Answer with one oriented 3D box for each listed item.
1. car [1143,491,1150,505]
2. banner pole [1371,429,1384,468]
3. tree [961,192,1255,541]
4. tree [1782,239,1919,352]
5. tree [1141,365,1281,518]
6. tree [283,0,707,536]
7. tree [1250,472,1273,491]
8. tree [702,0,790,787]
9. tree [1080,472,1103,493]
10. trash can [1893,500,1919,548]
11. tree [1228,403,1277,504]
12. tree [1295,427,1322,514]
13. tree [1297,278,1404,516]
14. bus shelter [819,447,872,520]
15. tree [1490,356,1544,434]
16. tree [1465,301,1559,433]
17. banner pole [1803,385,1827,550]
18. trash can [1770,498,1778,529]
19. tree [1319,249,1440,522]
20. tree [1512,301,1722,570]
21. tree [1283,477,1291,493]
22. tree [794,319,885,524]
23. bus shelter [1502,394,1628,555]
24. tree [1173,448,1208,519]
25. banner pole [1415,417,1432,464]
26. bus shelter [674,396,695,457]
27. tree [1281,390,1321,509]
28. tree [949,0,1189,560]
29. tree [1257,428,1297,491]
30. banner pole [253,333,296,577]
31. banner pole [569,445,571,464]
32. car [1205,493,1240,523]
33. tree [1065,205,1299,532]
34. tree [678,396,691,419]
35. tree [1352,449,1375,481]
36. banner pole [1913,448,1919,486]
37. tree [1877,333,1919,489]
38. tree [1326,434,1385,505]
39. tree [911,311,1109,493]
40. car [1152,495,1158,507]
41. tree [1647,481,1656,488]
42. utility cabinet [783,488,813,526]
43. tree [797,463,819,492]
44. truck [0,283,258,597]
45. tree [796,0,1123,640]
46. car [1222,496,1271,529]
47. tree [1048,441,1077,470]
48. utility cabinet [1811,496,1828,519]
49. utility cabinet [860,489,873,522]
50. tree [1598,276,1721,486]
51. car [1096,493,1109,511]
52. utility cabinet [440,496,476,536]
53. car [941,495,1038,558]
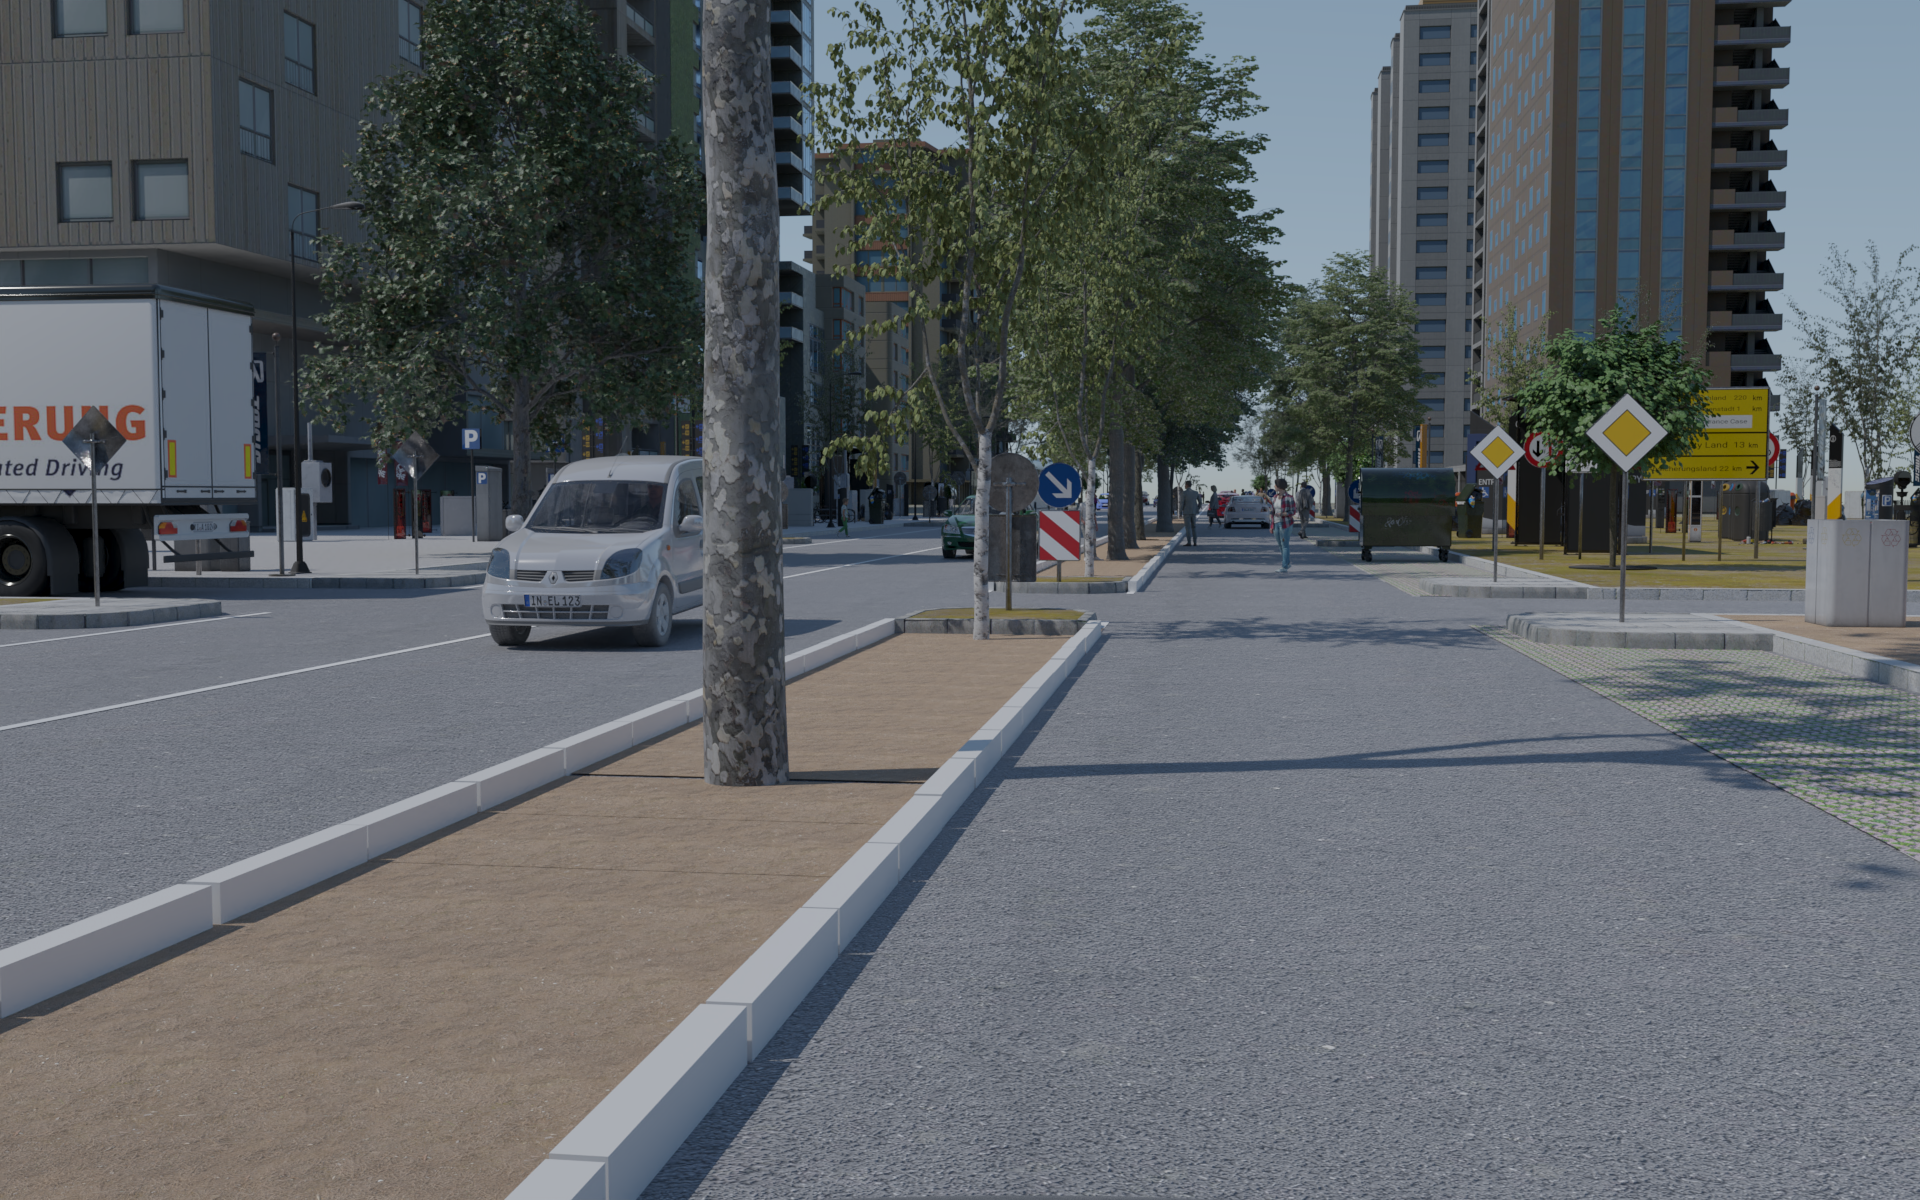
[{"bbox_3d":[22.970,-12.931,220.090,2.281,1.827,5.304,1,4,10],"label":"car"},{"bbox_3d":[15.869,-4.650,66.048,0.401,3.779,0.863,-2,4,-26],"label":"banner pole"},{"bbox_3d":[5.434,-7.640,53.130,9.928,11.665,9.643,0,3,0],"label":"tree"},{"bbox_3d":[25.739,-6.057,49.400,4.360,8.622,3.978,0,3,0],"label":"tree"},{"bbox_3d":[8.853,-8.342,73.265,8.767,10.594,7.601,1,4,8],"label":"tree"},{"bbox_3d":[-9.249,-7.317,36.643,9.611,12.733,9.660,0,3,0],"label":"tree"},{"bbox_3d":[42.879,-16.031,245.816,4.285,4.588,4.351,0,3,0],"label":"tree"},{"bbox_3d":[0.011,-9.092,6.993,12.611,20.169,13.585,0,3,0],"label":"tree"},{"bbox_3d":[16.151,-14.228,216.343,4.285,4.588,4.351,0,3,0],"label":"tree"},{"bbox_3d":[22.700,-1.825,41.496,0.748,1.137,0.748,0,3,0],"label":"trash can"},{"bbox_3d":[39.684,-19.203,224.335,12.009,13.543,11.850,0,3,0],"label":"tree"},{"bbox_3d":[23.248,-9.869,111.717,4.737,8.622,4.395,0,3,0],"label":"tree"},{"bbox_3d":[21.609,-11.923,101.595,9.857,13.997,8.962,0,3,0],"label":"tree"},{"bbox_3d":[-5.723,-5.974,88.965,1.731,3.624,6.357,1,4,8],"label":"bus shelter"},{"bbox_3d":[29.891,-8.616,91.240,4.360,8.622,3.978,0,3,0],"label":"tree"},{"bbox_3d":[21.216,-7.029,65.292,4.737,8.622,4.395,0,3,0],"label":"tree"},{"bbox_3d":[19.896,-3.065,40.137,0.863,3.779,0.401,-3,5,-44],"label":"banner pole"},{"bbox_3d":[29.802,-3.198,63.938,0.748,1.137,0.748,0,3,0],"label":"trash can"},{"bbox_3d":[18.565,-9.945,80.728,7.486,12.596,7.792,0,3,0],"label":"tree"},{"bbox_3d":[11.252,-2.818,29.786,4.285,4.588,4.351,0,3,0],"label":"tree"},{"bbox_3d":[35.711,-11.998,190.773,1.663,3.219,1.824,0,3,0],"label":"tree"},{"bbox_3d":[-5.168,-7.522,73.341,4.360,8.622,3.978,0,3,0],"label":"tree"},{"bbox_3d":[13.683,-2.941,39.372,1.731,3.624,6.357,1,4,8],"label":"bus shelter"},{"bbox_3d":[12.542,-8.926,98.760,4.360,8.622,3.978,0,3,0],"label":"tree"},{"bbox_3d":[15.106,-4.061,56.414,0.401,3.779,0.863,-2,4,-27],"label":"banner pole"},{"bbox_3d":[-8.891,-5.296,64.216,2.179,5.291,8.768,1,4,8],"label":"bus shelter"},{"bbox_3d":[28.407,-12.857,144.627,7.601,10.594,8.767,1,4,19],"label":"tree"},{"bbox_3d":[3.439,-7.111,36.857,7.486,12.596,7.792,0,3,0],"label":"tree"},{"bbox_3d":[31.382,-13.450,170.266,4.360,8.622,3.978,0,3,0],"label":"tree"},{"bbox_3d":[-10.833,-2.260,26.962,0.863,3.779,0.401,0,4,-3],"label":"banner pole"},{"bbox_3d":[-13.486,-4.276,59.934,0.401,3.779,0.863,-1,4,-16],"label":"banner pole"},{"bbox_3d":[13.431,-4.786,87.284,2.155,1.783,4.494,0,4,8],"label":"car"},{"bbox_3d":[7.675,-9.499,64.428,9.857,13.997,8.962,0,3,0],"label":"tree"},{"bbox_3d":[-7.381,-6.472,56.186,4.737,8.622,4.395,0,3,0],"label":"tree"},{"bbox_3d":[17.091,-4.822,73.435,1.663,3.219,1.824,0,3,0],"label":"tree"},{"bbox_3d":[37.364,-4.734,67.415,0.401,3.779,0.863,0,4,-6],"label":"banner pole"},{"bbox_3d":[42.290,-7.670,75.762,4.737,8.622,4.395,0,3,0],"label":"tree"},{"bbox_3d":[20.133,-6.360,87.707,4.285,4.588,4.351,0,3,0],"label":"tree"},{"bbox_3d":[1.570,-12.455,114.004,12.009,13.543,11.850,0,3,0],"label":"tree"},{"bbox_3d":[21.769,-10.688,187.329,1.945,1.354,3.894,0,4,7],"label":"car"},{"bbox_3d":[31.753,-8.041,81.828,4.737,8.622,4.395,0,3,0],"label":"tree"},{"bbox_3d":[-6.401,-3.653,68.412,1.173,1.500,0.318,1,4,13],"label":"utility cabinet"},{"bbox_3d":[-8.288,-6.031,93.203,1.663,3.219,1.824,0,3,0],"label":"tree"},{"bbox_3d":[-16.027,-2.206,24.986,11.283,4.237,2.839,0,4,8],"label":"truck"},{"bbox_3d":[0.205,-3.922,16.948,4.737,8.622,4.395,0,3,0],"label":"tree"},{"bbox_3d":[12.102,-3.717,73.140,2.083,1.381,4.827,0,4,8],"label":"car"},{"bbox_3d":[10.558,-13.918,177.914,4.360,8.622,3.978,0,3,0],"label":"tree"},{"bbox_3d":[34.114,-3.512,68.575,0.306,1.237,1.020,0,4,-2],"label":"utility cabinet"},{"bbox_3d":[-4.711,-4.810,87.324,0.318,1.500,1.173,1,4,15],"label":"utility cabinet"},{"bbox_3d":[23.618,-6.673,59.463,4.360,8.622,3.978,0,3,0],"label":"tree"},{"bbox_3d":[12.763,-8.622,150.554,1.945,1.707,3.694,0,4,8],"label":"car"},{"bbox_3d":[-15.379,-2.563,53.069,1.020,1.237,0.306,-2,4,-35],"label":"utility cabinet"},{"bbox_3d":[0.786,-1.726,40.026,2.131,1.459,4.920,1,4,10],"label":"car"}]
